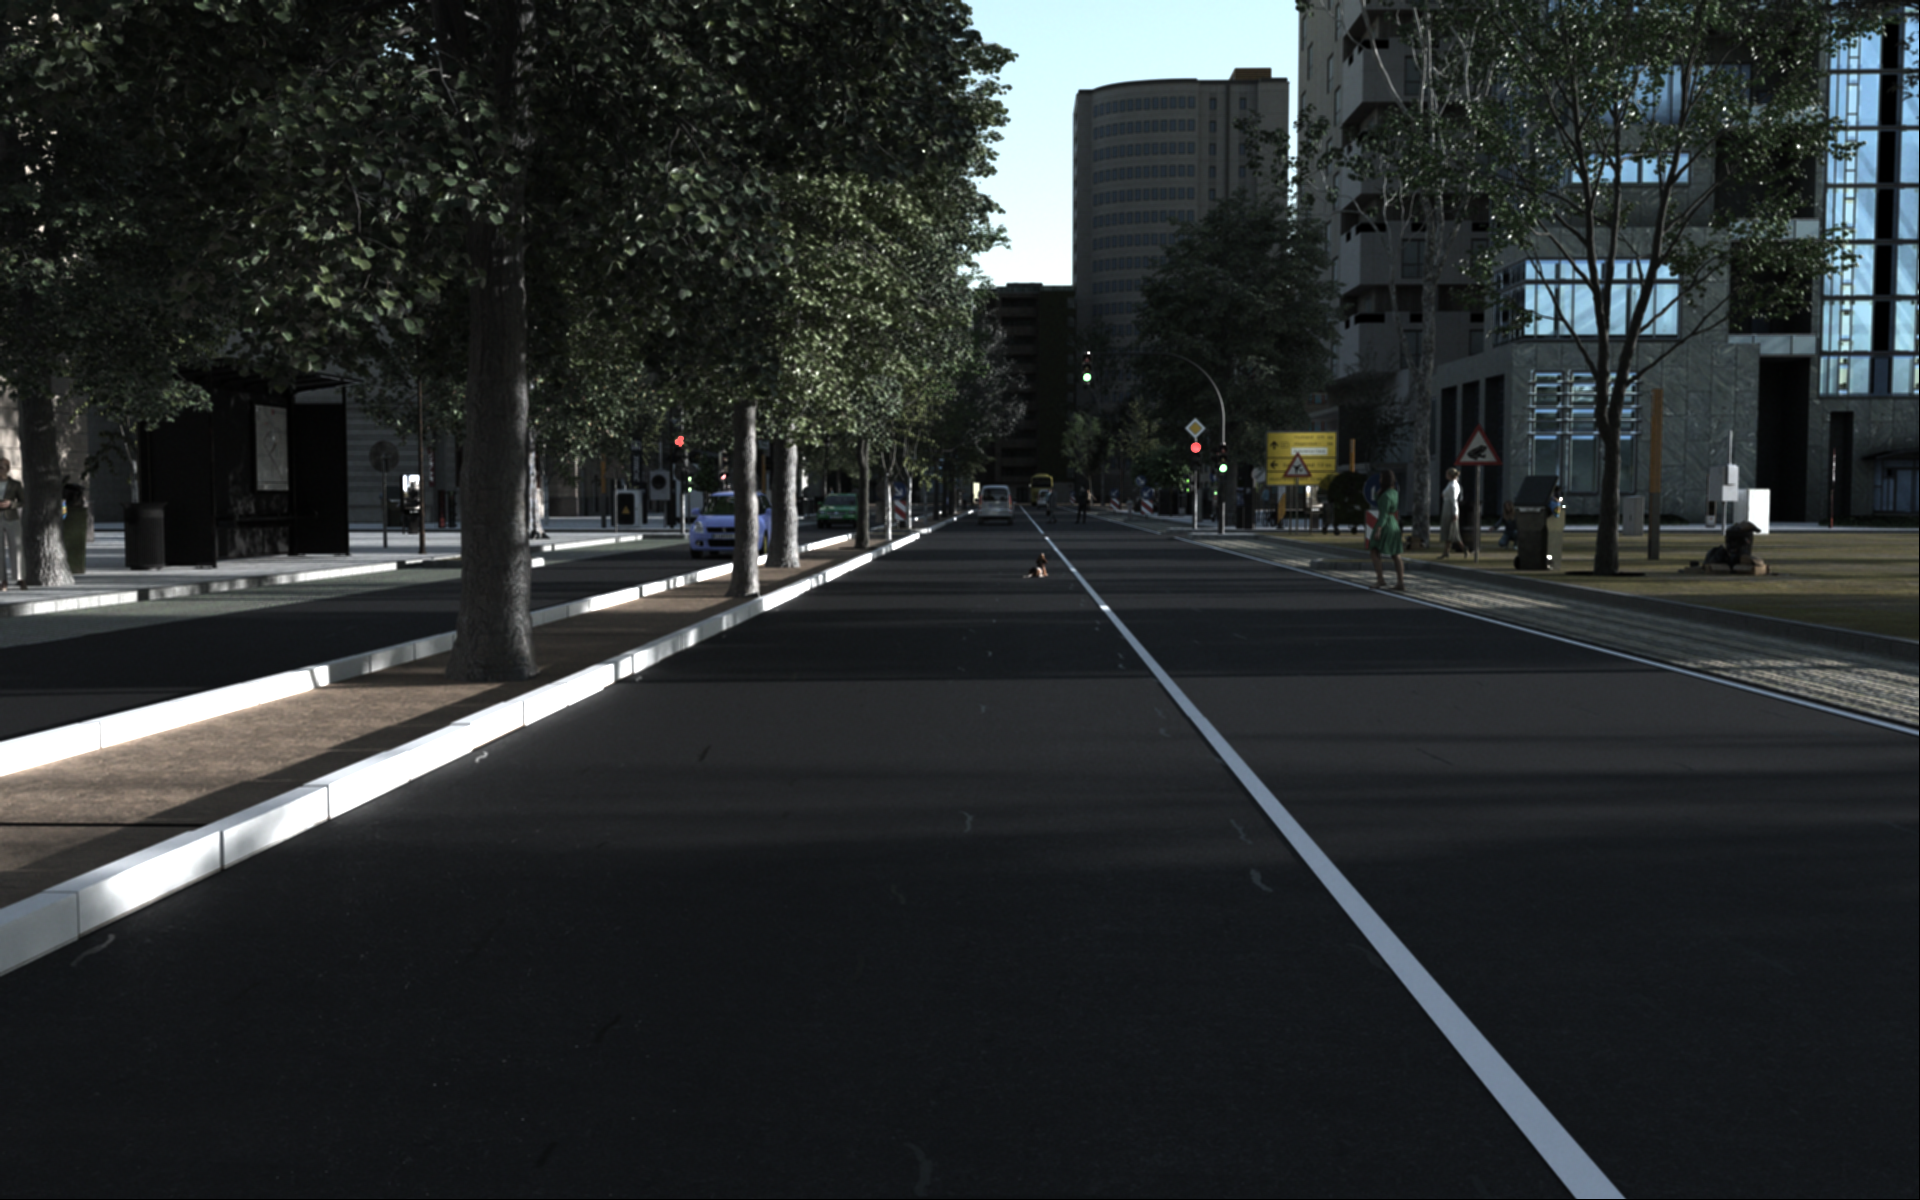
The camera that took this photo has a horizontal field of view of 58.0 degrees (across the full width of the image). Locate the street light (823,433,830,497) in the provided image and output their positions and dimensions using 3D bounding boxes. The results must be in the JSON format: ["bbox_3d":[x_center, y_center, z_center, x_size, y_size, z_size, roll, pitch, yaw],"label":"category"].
[{"bbox_3d":[-9.217,-8.990,119.781,0.468,5.910,1.993,0,4,2],"label":"street light"}]

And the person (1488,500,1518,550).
[{"bbox_3d":[12.812,-1.745,40.067,1.012,1.151,0.738,2,4,30],"label":"person"}]

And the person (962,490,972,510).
[{"bbox_3d":[0.373,-8.863,153.400,1.348,1.826,0.705,-1,4,-19],"label":"person"}]

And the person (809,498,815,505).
[{"bbox_3d":[-10.866,-7.294,125.652,0.694,1.780,0.624,3,5,44],"label":"person"}]

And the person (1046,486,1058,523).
[{"bbox_3d":[4.512,-4.684,85.178,0.767,1.812,0.694,-2,4,-28],"label":"person"}]

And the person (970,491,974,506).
[{"bbox_3d":[1.469,-12.159,207.440,0.705,1.807,1.348,-1,4,-17],"label":"person"}]

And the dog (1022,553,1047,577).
[{"bbox_3d":[1.284,-0.605,30.090,0.748,0.427,0.550,-2,4,-27],"label":"dog"}]

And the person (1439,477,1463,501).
[{"bbox_3d":[13.650,-2.561,48.098,0.590,1.801,0.661,-1,4,-9],"label":"person"}]

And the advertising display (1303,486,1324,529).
[{"bbox_3d":[12.938,-3.547,63.202,0.974,1.923,0.123,-2,4,-31],"label":"advertising display"}]

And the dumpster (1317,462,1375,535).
[{"bbox_3d":[12.099,-3.169,54.303,1.502,2.255,1.985,0,4,2],"label":"dumpster"}]

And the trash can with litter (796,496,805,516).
[{"bbox_3d":[-9.682,-5.619,103.257,0.624,1.170,1.055,-3,5,-44],"label":"trash can with litter"}]

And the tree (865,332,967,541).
[{"bbox_3d":[-2.123,-6.057,51.847,4.737,8.622,4.395,0,3,0],"label":"tree"}]

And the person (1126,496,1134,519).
[{"bbox_3d":[9.620,-5.209,97.944,0.425,1.301,0.394,-1,4,-11],"label":"person"}]

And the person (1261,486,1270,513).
[{"bbox_3d":[19.944,-6.544,112.904,0.638,1.841,0.748,-1,4,-9],"label":"person"}]

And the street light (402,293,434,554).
[{"bbox_3d":[-11.538,-3.927,36.996,0.468,5.910,1.993,0,4,2],"label":"street light"}]

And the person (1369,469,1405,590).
[{"bbox_3d":[6.321,-1.031,25.598,0.529,1.795,0.600,1,4,22],"label":"person"}]

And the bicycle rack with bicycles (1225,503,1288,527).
[{"bbox_3d":[11.919,-3.371,68.494,2.852,0.926,2.925,3,4,36],"label":"bicycle rack with bicycles"}]

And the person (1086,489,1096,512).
[{"bbox_3d":[10.357,-8.064,140.353,1.348,1.823,0.705,0,4,-6],"label":"person"}]

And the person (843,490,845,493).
[{"bbox_3d":[-14.036,-12.503,211.296,0.721,1.723,1.217,-3,5,-40],"label":"person"}]

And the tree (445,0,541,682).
[{"bbox_3d":[-3.636,-6.362,13.125,9.857,13.997,8.962,0,3,0],"label":"tree"}]

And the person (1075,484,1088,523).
[{"bbox_3d":[5.934,-4.693,84.598,0.474,1.900,0.648,-3,5,-42],"label":"person"}]

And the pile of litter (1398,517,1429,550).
[{"bbox_3d":[10.296,-1.599,40.110,1.719,0.858,1.176,-2,4,-34],"label":"pile of litter"}]

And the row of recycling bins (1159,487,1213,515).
[{"bbox_3d":[13.822,-6.051,106.052,3.534,1.692,1.069,-1,4,-17],"label":"row of recycling bins"}]

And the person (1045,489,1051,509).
[{"bbox_3d":[7.088,-7.882,137.233,0.638,1.841,0.748,1,4,12],"label":"person"}]

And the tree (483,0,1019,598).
[{"bbox_3d":[-3.076,-6.331,24.090,7.486,12.596,7.792,0,3,0],"label":"tree"}]

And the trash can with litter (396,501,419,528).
[{"bbox_3d":[-20.960,-3.336,65.926,0.624,1.170,1.055,0,4,4],"label":"trash can with litter"}]

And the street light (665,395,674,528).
[{"bbox_3d":[-10.771,-5.615,64.591,0.468,5.910,1.993,0,4,2],"label":"street light"}]

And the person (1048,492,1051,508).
[{"bbox_3d":[7.440,-8.034,140.311,0.568,1.767,0.683,1,4,22],"label":"person"}]

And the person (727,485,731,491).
[{"bbox_3d":[-13.013,-5.535,96.718,0.473,1.802,0.592,0,4,-5],"label":"person"}]

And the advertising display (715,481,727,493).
[{"bbox_3d":[-11.885,-4.947,86.104,0.123,1.923,0.974,1,4,21],"label":"advertising display"}]

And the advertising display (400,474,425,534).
[{"bbox_3d":[-17.557,-3.079,55.555,0.123,1.923,0.974,2,4,26],"label":"advertising display"}]

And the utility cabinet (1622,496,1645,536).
[{"bbox_3d":[20.804,-2.593,53.550,0.306,1.237,1.020,0,4,1],"label":"utility cabinet"}]

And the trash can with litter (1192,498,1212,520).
[{"bbox_3d":[12.175,-4.619,86.913,0.624,1.170,1.055,3,5,45],"label":"trash can with litter"}]

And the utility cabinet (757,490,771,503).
[{"bbox_3d":[-10.734,-5.396,96.909,1.173,1.500,0.318,1,4,9],"label":"utility cabinet"}]

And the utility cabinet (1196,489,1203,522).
[{"bbox_3d":[10.907,-4.305,79.072,0.318,1.500,1.173,1,4,11],"label":"utility cabinet"}]

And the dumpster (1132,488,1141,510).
[{"bbox_3d":[14.180,-7.954,135.807,1.264,1.857,1.865,0,4,2],"label":"dumpster"}]

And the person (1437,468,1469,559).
[{"bbox_3d":[9.754,-1.707,34.178,0.641,1.798,0.478,2,4,35],"label":"person"}]

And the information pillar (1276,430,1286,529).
[{"bbox_3d":[11.768,-4.402,63.332,0.183,3.616,0.504,-1,4,-15],"label":"information pillar"}]

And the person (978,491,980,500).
[{"bbox_3d":[2.204,-11.454,196.441,0.551,1.740,0.621,3,5,43],"label":"person"}]

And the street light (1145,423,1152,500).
[{"bbox_3d":[12.044,-8.417,110.407,0.468,5.910,1.993,0,4,2],"label":"street light"}]

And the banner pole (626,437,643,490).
[{"bbox_3d":[-12.736,-4.730,67.360,0.863,3.779,0.401,0,4,3],"label":"banner pole"}]

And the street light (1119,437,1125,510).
[{"bbox_3d":[12.857,-10.122,138.288,0.468,5.910,1.993,0,4,2],"label":"street light"}]

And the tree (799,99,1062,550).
[{"bbox_3d":[-2.425,-7.103,44.342,9.928,11.665,9.643,0,3,0],"label":"tree"}]

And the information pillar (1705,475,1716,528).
[{"bbox_3d":[28.735,-3.779,66.270,0.304,2.012,0.304,1,4,12],"label":"information pillar"}]

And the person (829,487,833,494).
[{"bbox_3d":[-9.741,-7.676,131.562,0.654,1.822,0.581,0,4,1],"label":"person"}]

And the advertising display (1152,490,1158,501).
[{"bbox_3d":[15.663,-8.132,138.175,0.974,1.923,0.123,-1,4,-11],"label":"advertising display"}]

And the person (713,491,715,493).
[{"bbox_3d":[-18.422,-7.701,131.311,0.648,1.900,0.474,-1,4,-10],"label":"person"}]

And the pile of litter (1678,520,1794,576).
[{"bbox_3d":[12.457,-0.847,27.819,1.176,0.858,1.719,-2,4,-29],"label":"pile of litter"}]

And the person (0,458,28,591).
[{"bbox_3d":[-12.672,-1.001,22.956,0.519,1.759,0.362,-1,4,-18],"label":"person"}]

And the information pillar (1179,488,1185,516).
[{"bbox_3d":[13.232,-6.038,103.209,0.304,2.012,0.304,3,4,36],"label":"information pillar"}]

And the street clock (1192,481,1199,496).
[{"bbox_3d":[12.828,-5.511,94.675,0.471,2.002,0.358,0,4,-2],"label":"street clock"}]
